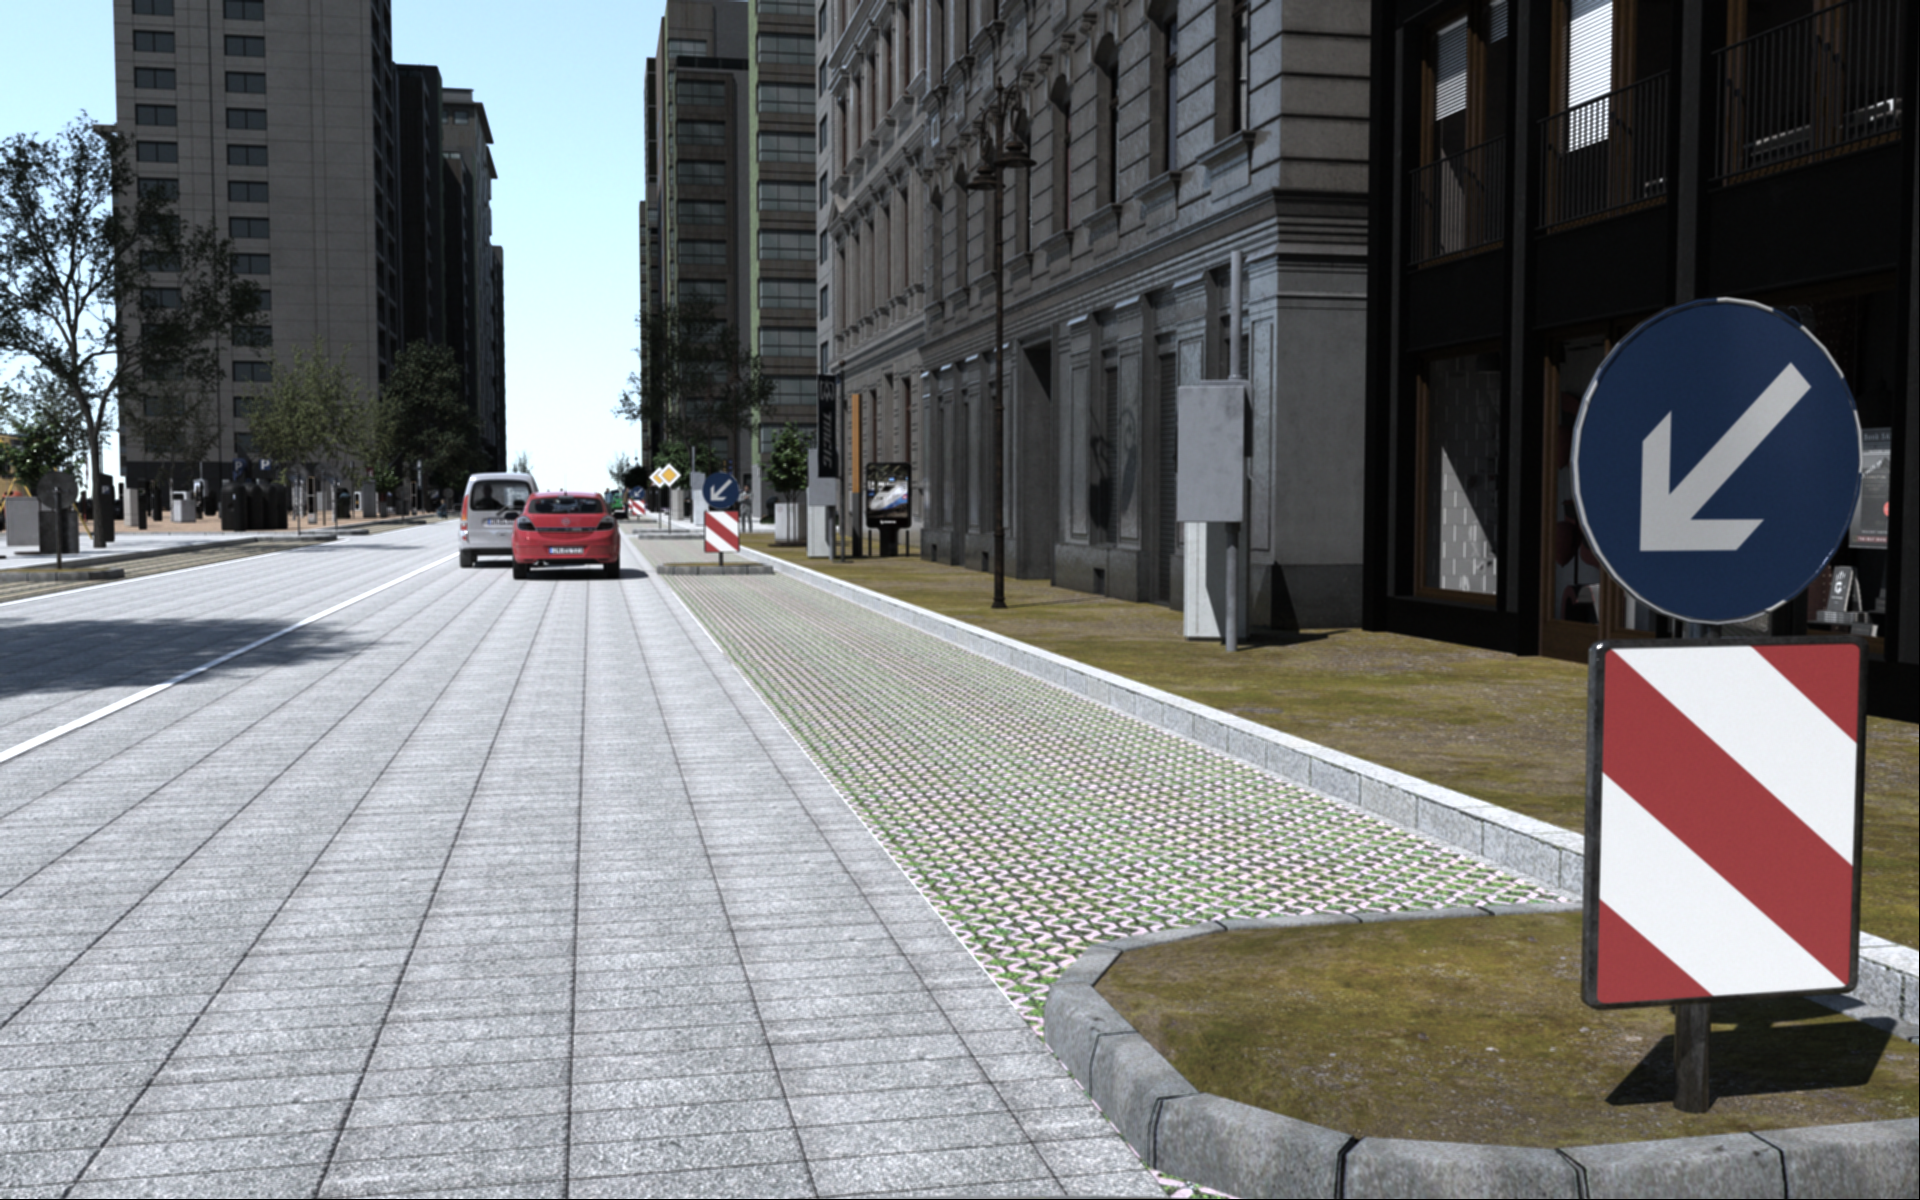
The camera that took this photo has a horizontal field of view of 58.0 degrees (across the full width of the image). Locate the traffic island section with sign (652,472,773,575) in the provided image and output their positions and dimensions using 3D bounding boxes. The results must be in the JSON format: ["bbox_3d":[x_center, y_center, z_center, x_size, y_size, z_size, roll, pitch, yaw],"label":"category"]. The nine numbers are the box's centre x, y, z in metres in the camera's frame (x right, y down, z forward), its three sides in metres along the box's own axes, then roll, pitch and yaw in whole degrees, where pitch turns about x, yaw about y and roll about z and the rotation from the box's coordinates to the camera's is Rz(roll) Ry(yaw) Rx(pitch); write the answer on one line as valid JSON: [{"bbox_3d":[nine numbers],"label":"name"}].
[{"bbox_3d":[-4.485,-1.390,31.353,1.989,1.847,2.006,-1,4,-12],"label":"traffic island section with sign"}]

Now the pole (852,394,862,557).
[{"bbox_3d":[-2.106,-2.546,35.474,0.158,3.312,0.155,0,3,0],"label":"pole"}]

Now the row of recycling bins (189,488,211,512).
[{"bbox_3d":[-54.991,-7.266,125.915,1.069,1.692,3.534,0,4,-1],"label":"row of recycling bins"}]

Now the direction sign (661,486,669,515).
[{"bbox_3d":[-20.833,-7.914,121.396,0.379,3.537,0.876,-2,4,-28],"label":"direction sign"}]

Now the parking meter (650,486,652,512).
[{"bbox_3d":[-21.494,-7.052,121.013,0.255,1.863,0.399,-2,4,-32],"label":"parking meter"}]

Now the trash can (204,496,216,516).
[{"bbox_3d":[-44.236,-5.536,102.165,0.748,1.137,0.748,0,3,0],"label":"trash can"}]

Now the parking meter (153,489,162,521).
[{"bbox_3d":[-38.162,-4.523,82.355,0.372,1.533,0.369,0,3,0],"label":"parking meter"}]

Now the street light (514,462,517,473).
[{"bbox_3d":[-64.795,-17.111,252.559,0.468,5.910,1.993,-1,4,-12],"label":"street light"}]

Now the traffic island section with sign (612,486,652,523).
[{"bbox_3d":[-16.051,-4.716,85.732,1.989,1.847,2.006,-1,4,-12],"label":"traffic island section with sign"}]

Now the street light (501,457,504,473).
[{"bbox_3d":[-57.435,-14.972,217.575,0.468,5.910,1.993,-1,4,-12],"label":"street light"}]

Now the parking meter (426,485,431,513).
[{"bbox_3d":[-36.058,-6.838,117.516,0.255,1.863,0.399,-1,4,-17],"label":"parking meter"}]

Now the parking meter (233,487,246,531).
[{"bbox_3d":[-24.769,-3.127,59.533,0.372,1.533,0.369,0,3,0],"label":"parking meter"}]

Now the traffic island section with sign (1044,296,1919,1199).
[{"bbox_3d":[1.279,0.268,4.250,1.989,1.847,2.006,-1,4,-12],"label":"traffic island section with sign"}]

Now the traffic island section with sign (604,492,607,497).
[{"bbox_3d":[-31.963,-9.292,160.545,1.989,1.847,2.006,-1,4,-12],"label":"traffic island section with sign"}]

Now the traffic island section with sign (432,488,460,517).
[{"bbox_3d":[-32.393,-6.190,109.835,1.989,1.847,2.006,-1,4,-12],"label":"traffic island section with sign"}]

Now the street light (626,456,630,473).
[{"bbox_3d":[-42.851,-15.314,223.164,0.468,5.910,1.993,-1,4,-12],"label":"street light"}]

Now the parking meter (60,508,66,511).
[{"bbox_3d":[-41.160,-4.336,79.307,0.372,1.533,0.369,0,3,0],"label":"parking meter"}]

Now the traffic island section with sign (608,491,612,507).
[{"bbox_3d":[-21.653,-6.329,112.101,1.989,1.847,2.006,-1,4,-12],"label":"traffic island section with sign"}]

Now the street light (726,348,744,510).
[{"bbox_3d":[-7.139,-5.028,54.992,0.468,5.910,1.993,-1,4,-12],"label":"street light"}]

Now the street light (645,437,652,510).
[{"bbox_3d":[-25.539,-10.325,141.599,0.468,5.910,1.993,-1,4,-12],"label":"street light"}]

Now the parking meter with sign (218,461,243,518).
[{"bbox_3d":[-38.533,-5.818,91.387,1.738,3.016,0.543,2,4,35],"label":"parking meter with sign"}]

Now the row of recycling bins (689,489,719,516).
[{"bbox_3d":[-15.310,-5.961,104.575,1.069,1.692,3.534,1,4,17],"label":"row of recycling bins"}]

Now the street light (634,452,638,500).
[{"bbox_3d":[-32.991,-12.463,176.564,0.468,5.910,1.993,-1,4,-12],"label":"street light"}]

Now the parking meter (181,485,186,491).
[{"bbox_3d":[-48.557,-6.276,108.315,0.255,1.863,0.399,-1,4,-18],"label":"parking meter"}]

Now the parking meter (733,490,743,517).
[{"bbox_3d":[-12.224,-5.367,96.158,0.372,1.533,0.369,0,3,0],"label":"parking meter"}]

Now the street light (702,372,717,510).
[{"bbox_3d":[-9.453,-5.666,65.422,0.468,5.910,1.993,-1,4,-12],"label":"street light"}]

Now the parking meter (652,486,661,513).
[{"bbox_3d":[-20.920,-6.998,120.128,0.399,1.863,0.255,3,5,39],"label":"parking meter"}]

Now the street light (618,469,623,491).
[{"bbox_3d":[-50.345,-17.452,258.120,0.468,5.910,1.993,-1,4,-12],"label":"street light"}]

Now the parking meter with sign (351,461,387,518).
[{"bbox_3d":[-31.550,-5.887,92.515,1.738,3.016,0.543,-2,4,-24],"label":"parking meter with sign"}]

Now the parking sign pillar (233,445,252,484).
[{"bbox_3d":[-38.997,-6.463,94.150,1.447,3.967,1.447,3,5,41],"label":"parking sign pillar"}]

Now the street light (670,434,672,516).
[{"bbox_3d":[-16.833,-7.849,101.121,0.468,5.910,1.993,-1,4,-12],"label":"street light"}]

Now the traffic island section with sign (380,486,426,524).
[{"bbox_3d":[-26.656,-4.545,82.934,1.989,1.847,2.006,-1,4,-12],"label":"traffic island section with sign"}]

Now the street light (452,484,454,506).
[{"bbox_3d":[-40.238,-10.065,137.348,0.468,5.910,1.993,-1,4,-12],"label":"street light"}]

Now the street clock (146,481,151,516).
[{"bbox_3d":[-46.615,-5.808,99.529,0.471,2.002,0.358,-1,4,-22],"label":"street clock"}]

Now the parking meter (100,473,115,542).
[{"bbox_3d":[-22.841,-2.486,46.363,0.399,1.863,0.255,-1,4,-21],"label":"parking meter"}]

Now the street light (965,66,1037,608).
[{"bbox_3d":[0.441,-2.846,19.323,0.468,5.910,1.993,-1,4,-12],"label":"street light"}]

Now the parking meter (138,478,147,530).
[{"bbox_3d":[-29.595,-3.484,62.678,0.255,1.863,0.399,-2,4,-24],"label":"parking meter"}]

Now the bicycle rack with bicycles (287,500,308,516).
[{"bbox_3d":[-39.101,-5.338,100.662,2.852,0.926,2.925,-2,4,-32],"label":"bicycle rack with bicycles"}]

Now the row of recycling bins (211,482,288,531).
[{"bbox_3d":[-25.367,-3.383,62.431,1.069,1.692,3.534,1,4,8],"label":"row of recycling bins"}]

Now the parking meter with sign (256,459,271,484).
[{"bbox_3d":[-35.060,-5.555,87.081,0.543,3.016,1.738,-2,4,-31],"label":"parking meter with sign"}]

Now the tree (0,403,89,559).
[{"bbox_3d":[-19.464,-2.587,36.892,1.663,3.219,1.824,0,3,0],"label":"tree"}]

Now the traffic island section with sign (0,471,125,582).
[{"bbox_3d":[-15.199,-1.245,28.987,1.989,1.847,2.006,-1,4,-12],"label":"traffic island section with sign"}]

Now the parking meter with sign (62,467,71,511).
[{"bbox_3d":[-51.576,-6.327,99.699,0.543,3.016,1.738,-1,4,-13],"label":"parking meter with sign"}]

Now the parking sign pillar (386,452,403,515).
[{"bbox_3d":[-35.638,-7.382,109.168,1.447,3.967,1.447,1,4,13],"label":"parking sign pillar"}]

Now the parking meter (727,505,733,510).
[{"bbox_3d":[-13.128,-5.539,98.971,0.372,1.533,0.369,0,3,0],"label":"parking meter"}]

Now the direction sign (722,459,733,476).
[{"bbox_3d":[-14.866,-7.260,110.705,0.876,3.537,0.379,2,4,35],"label":"direction sign"}]
